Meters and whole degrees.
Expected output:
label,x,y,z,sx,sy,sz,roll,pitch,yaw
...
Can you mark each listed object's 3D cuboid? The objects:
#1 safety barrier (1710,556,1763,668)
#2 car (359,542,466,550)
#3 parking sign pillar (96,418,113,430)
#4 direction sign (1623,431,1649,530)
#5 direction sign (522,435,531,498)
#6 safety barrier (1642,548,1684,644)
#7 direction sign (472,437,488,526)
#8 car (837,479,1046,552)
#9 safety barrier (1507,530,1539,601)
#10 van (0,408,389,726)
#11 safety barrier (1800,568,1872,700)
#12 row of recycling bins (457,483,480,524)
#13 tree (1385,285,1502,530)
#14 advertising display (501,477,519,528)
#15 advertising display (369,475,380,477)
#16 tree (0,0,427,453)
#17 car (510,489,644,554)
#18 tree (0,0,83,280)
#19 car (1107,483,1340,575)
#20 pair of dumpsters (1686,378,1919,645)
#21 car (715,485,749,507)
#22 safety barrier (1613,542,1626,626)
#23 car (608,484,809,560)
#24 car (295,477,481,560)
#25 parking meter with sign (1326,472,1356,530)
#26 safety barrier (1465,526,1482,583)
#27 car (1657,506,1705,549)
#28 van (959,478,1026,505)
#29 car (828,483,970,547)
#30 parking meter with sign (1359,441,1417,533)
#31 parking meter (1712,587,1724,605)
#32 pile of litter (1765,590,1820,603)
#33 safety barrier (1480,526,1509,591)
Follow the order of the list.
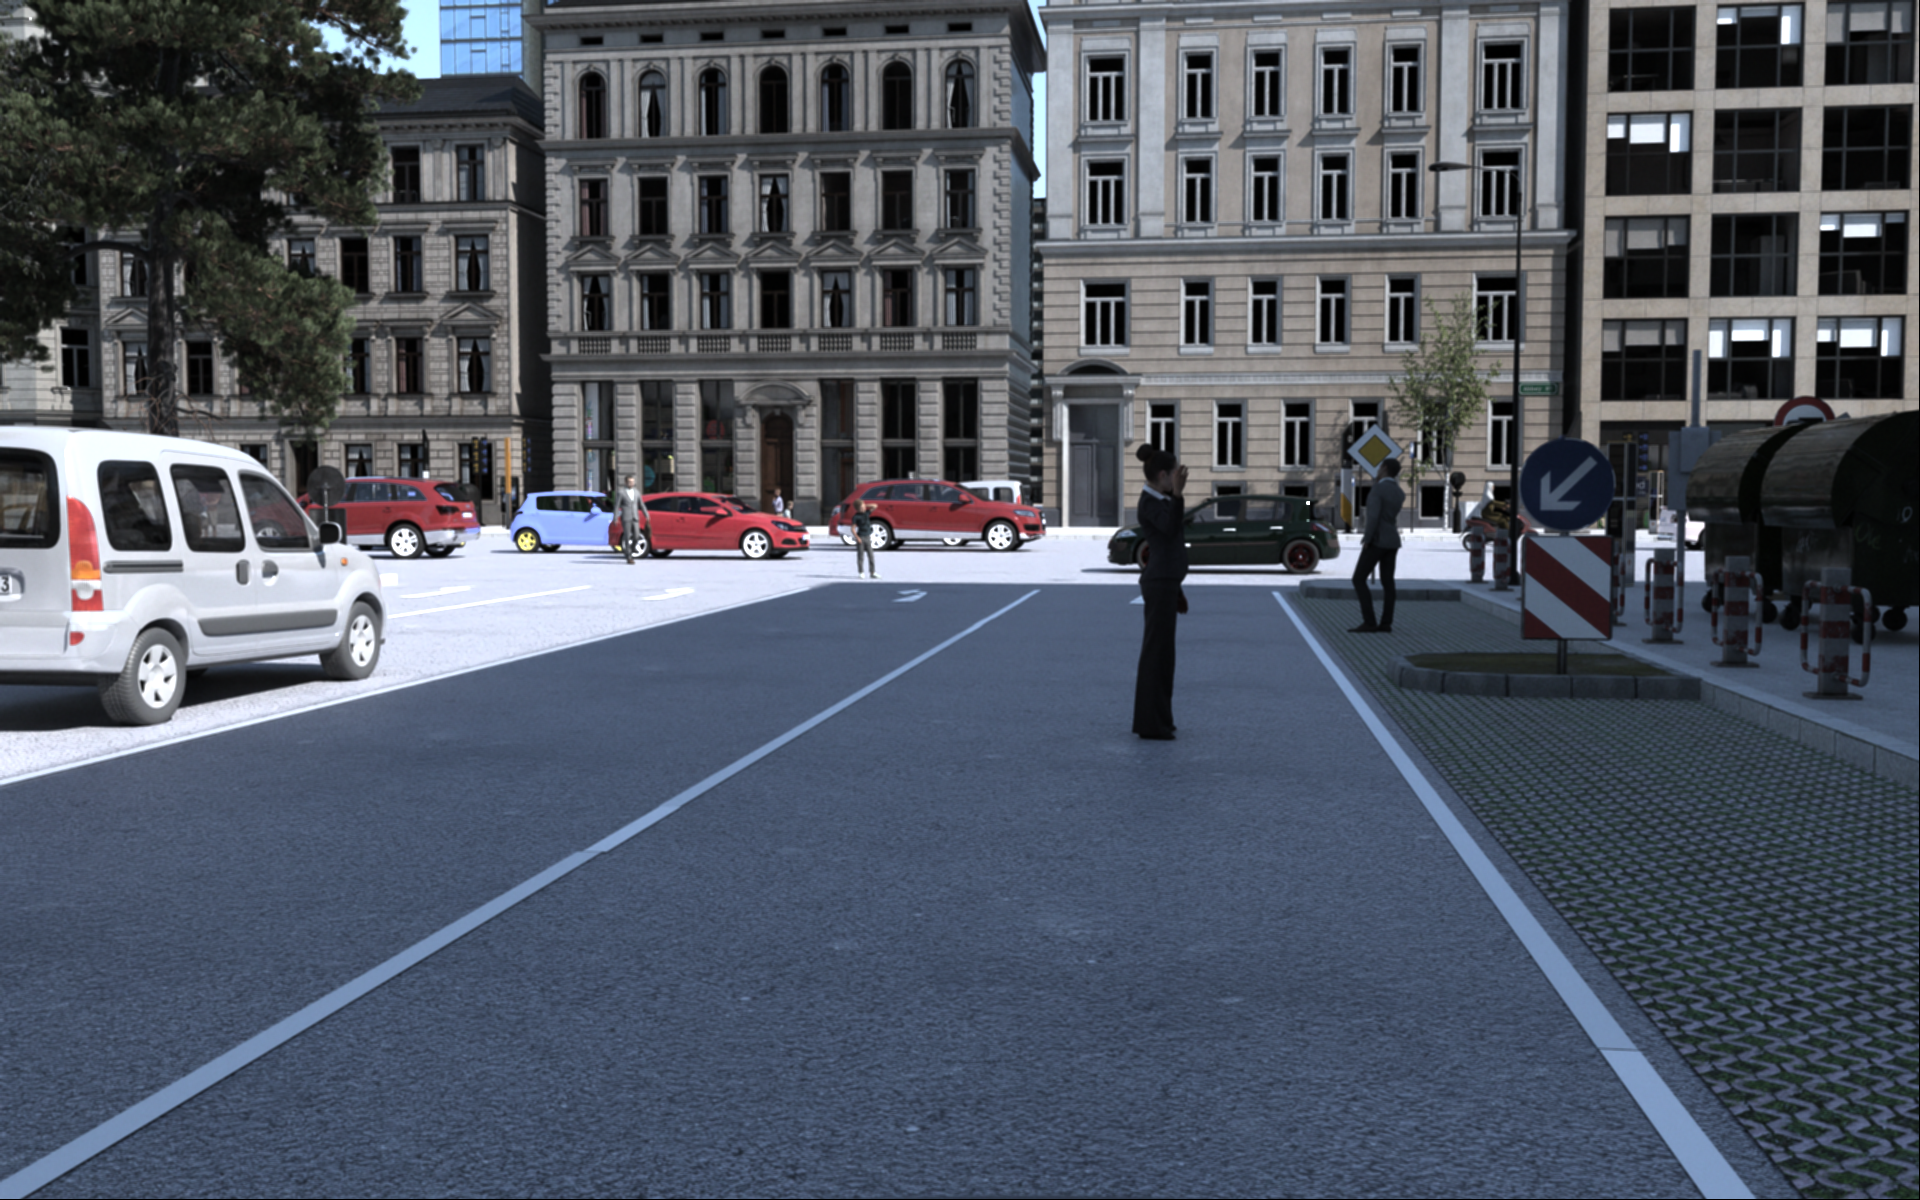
label,x,y,z,sx,sy,sz,roll,pitch,yaw
safety barrier,5.771,0.086,12.877,0.300,0.817,1.120,0,4,8
car,-14.296,-2.174,45.140,1.945,1.707,3.694,0,4,7
parking sign pillar,-30.004,-4.476,61.654,1.447,3.967,1.447,1,4,22
direction sign,24.315,-4.307,62.422,0.876,3.537,0.379,2,4,27
direction sign,-16.701,-4.572,66.746,0.379,3.537,0.876,0,4,5
safety barrier,6.049,-0.038,14.893,0.300,0.817,1.120,0,4,8
direction sign,-19.103,-4.707,68.959,0.379,3.537,0.876,2,4,24
car,-0.463,-2.152,43.858,5.304,1.827,2.281,1,4,10
safety barrier,6.890,-0.406,20.907,0.300,0.817,1.120,0,4,8
van,-5.584,-0.315,12.169,2.013,2.044,4.112,0,4,8
safety barrier,5.485,0.209,10.865,0.300,0.817,1.120,0,4,8
row of recycling bins,-19.595,-3.636,66.557,3.534,1.692,1.069,3,5,44
tree,17.266,-6.801,61.551,4.737,8.622,4.395,0,3,0
advertising display,-16.905,-3.661,65.070,0.974,1.923,0.123,3,5,39
advertising display,-19.987,-3.302,59.198,0.123,1.923,0.974,0,4,-3
tree,-10.780,-6.038,23.242,6.751,12.117,7.091,0,3,0
car,-9.080,-2.007,42.400,3.694,1.707,1.945,0,4,7
tree,-11.389,-3.952,17.430,4.360,8.622,3.978,0,3,0
car,4.810,-1.341,31.710,4.222,1.686,2.009,1,4,9
pair of dumpsters,8.380,-0.864,16.621,1.574,2.255,4.437,0,4,8
car,-8.194,-2.515,50.157,4.494,1.783,2.155,0,4,7
safety barrier,6.335,-0.160,16.899,0.300,0.817,1.120,0,4,8
car,-5.559,-1.804,38.529,4.494,1.783,2.155,1,4,10
car,-13.517,-1.851,38.942,5.304,1.827,2.281,0,4,6
parking meter with sign,13.622,-3.976,61.273,0.543,3.016,1.738,-2,4,-27
safety barrier,7.450,-0.652,24.939,0.300,0.817,1.120,0,4,8
car,20.401,-1.950,44.248,4.827,1.381,2.083,0,4,7
van,-0.002,-2.813,52.998,4.112,2.044,2.013,0,4,8
car,-1.383,-2.376,47.889,4.494,1.783,2.155,0,4,7
parking meter with sign,14.151,-3.734,57.316,1.738,3.016,0.543,0,4,0
parking meter,8.868,-0.876,20.030,0.255,1.863,0.399,2,4,28
pile of litter,10.424,-0.404,20.574,1.176,0.858,1.719,-1,4,-20
safety barrier,7.172,-0.529,22.930,0.300,0.817,1.120,0,4,8
